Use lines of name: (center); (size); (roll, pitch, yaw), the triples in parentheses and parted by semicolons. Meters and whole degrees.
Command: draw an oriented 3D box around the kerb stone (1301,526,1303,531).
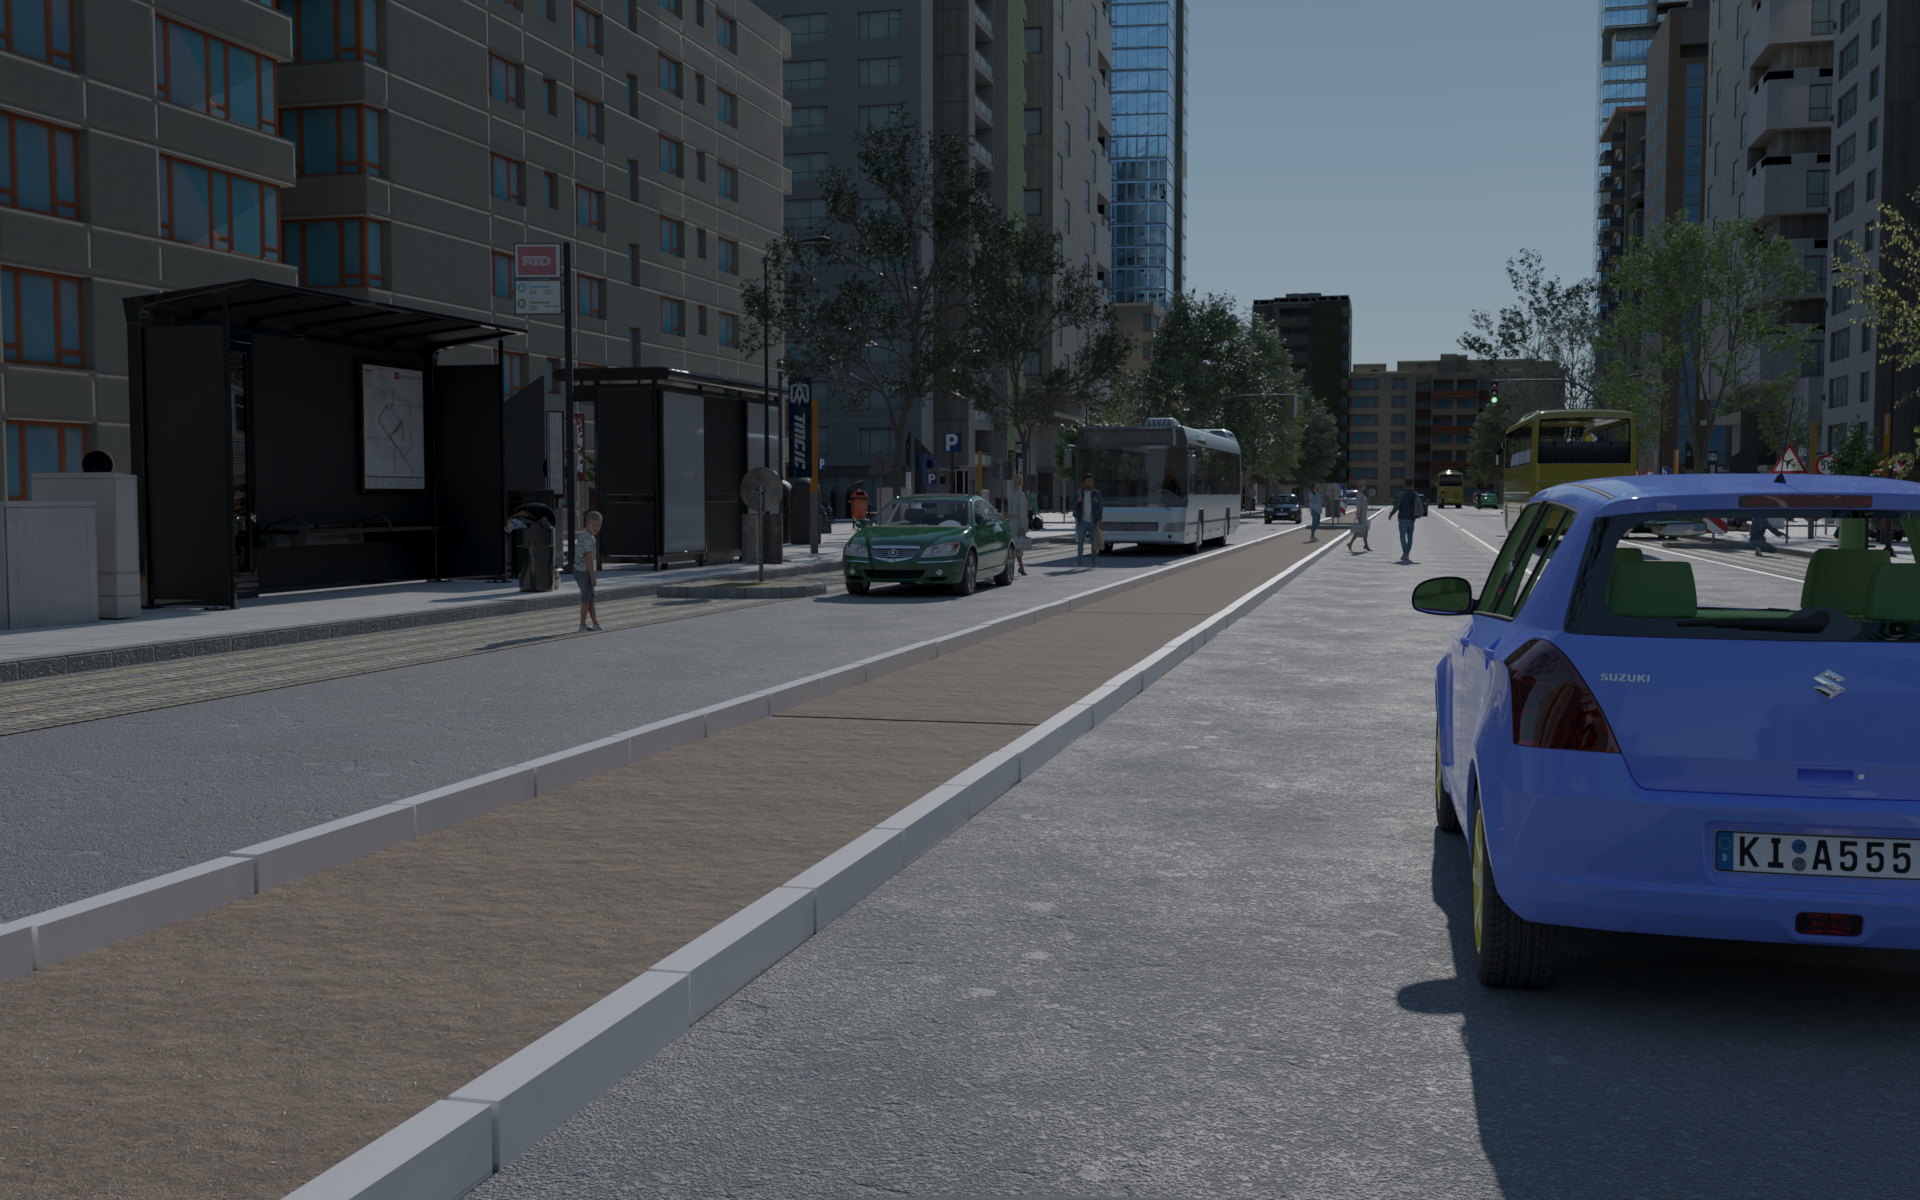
kerb stone: (12.927, -2.688, 66.201); (0.120, 0.150, 1.000); (1, 4, 14)

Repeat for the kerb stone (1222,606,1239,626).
kerb stone: (2.934, 0.196, 19.041); (0.120, 0.150, 1.000); (1, 4, 14)

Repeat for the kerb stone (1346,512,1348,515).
kerb stone: (25.360, -5.637, 114.381); (0.120, 0.150, 1.000); (1, 4, 14)

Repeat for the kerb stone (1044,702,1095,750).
kerb stone: (0.624, 0.743, 10.114); (0.120, 0.150, 1.000); (1, 4, 14)

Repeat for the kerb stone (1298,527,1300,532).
kerb stone: (12.414, -2.570, 64.216); (0.120, 0.150, 1.000); (1, 4, 14)

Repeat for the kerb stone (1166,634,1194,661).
kerb stone: (1.898, 0.435, 15.083); (0.120, 0.150, 1.000); (1, 4, 14)

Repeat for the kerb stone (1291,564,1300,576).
kerb stone: (5.745, -0.475, 29.962); (0.120, 0.150, 1.000); (1, 4, 14)

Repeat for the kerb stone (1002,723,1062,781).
kerb stone: (0.370, 0.802, 9.119); (0.120, 0.150, 1.000); (1, 4, 14)

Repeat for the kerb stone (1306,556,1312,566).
kerb stone: (6.770, -0.717, 33.945); (0.120, 0.150, 1.000); (1, 4, 14)

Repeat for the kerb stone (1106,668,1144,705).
kerb stone: (1.135, 0.618, 12.098); (0.120, 0.150, 1.000); (1, 4, 14)

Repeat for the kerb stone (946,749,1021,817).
kerb stone: (0.108, 0.860, 8.131); (0.120, 0.150, 1.000); (1, 4, 14)

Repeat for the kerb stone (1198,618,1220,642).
kerb stone: (2.421, 0.314, 17.059); (0.120, 0.150, 1.000); (1, 4, 14)

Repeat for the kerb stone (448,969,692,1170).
kerb stone: (-0.907, 1.103, 4.162); (0.120, 0.150, 1.000); (1, 4, 14)

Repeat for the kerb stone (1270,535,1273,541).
kerb stone: (9.090, -1.779, 51.319); (0.120, 0.150, 1.000); (1, 4, 14)

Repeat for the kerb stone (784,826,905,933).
kerb stone: (-0.401, 0.982, 6.144); (0.120, 0.150, 1.000); (1, 4, 14)

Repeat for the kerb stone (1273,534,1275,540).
kerb stone: (9.338, -1.842, 52.311); (0.120, 0.150, 1.000); (1, 4, 14)

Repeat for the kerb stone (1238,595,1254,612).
kerb stone: (3.438, 0.071, 21.029); (0.120, 0.150, 1.000); (1, 4, 14)

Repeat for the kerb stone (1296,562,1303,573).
kerb stone: (5.999, -0.536, 30.962); (0.120, 0.150, 1.000); (1, 4, 14)

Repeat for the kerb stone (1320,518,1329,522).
kerb stone: (18.436, -4.000, 87.597); (0.120, 0.150, 1.000); (1, 4, 14)

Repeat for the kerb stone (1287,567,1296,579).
kerb stone: (5.489, -0.407, 28.964); (0.120, 0.150, 1.000); (1, 4, 14)

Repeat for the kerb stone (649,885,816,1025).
kerb stone: (-0.659, 1.042, 5.155); (0.120, 0.150, 1.000); (1, 4, 14)

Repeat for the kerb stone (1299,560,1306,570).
kerb stone: (6.256, -0.597, 31.955); (0.120, 0.150, 1.000); (1, 4, 14)

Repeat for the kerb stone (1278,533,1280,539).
kerb stone: (9.850, -1.963, 54.298); (0.120, 0.150, 1.000); (1, 4, 14)

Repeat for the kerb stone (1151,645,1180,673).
kerb stone: (1.644, 0.501, 14.078); (0.120, 0.150, 1.000); (1, 4, 14)

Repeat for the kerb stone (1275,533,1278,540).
kerb stone: (9.598, -1.903, 53.305); (0.120, 0.150, 1.000); (1, 4, 14)

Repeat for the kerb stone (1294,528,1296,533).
kerb stone: (11.900, -2.449, 62.236); (0.120, 0.150, 1.000); (1, 4, 14)

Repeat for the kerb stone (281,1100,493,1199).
kerb stone: (-1.167, 1.163, 3.174); (0.120, 0.150, 1.000); (1, 4, 14)

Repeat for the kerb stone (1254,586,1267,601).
kerb stone: (3.950, -0.050, 23.020); (0.120, 0.150, 1.000); (1, 4, 14)

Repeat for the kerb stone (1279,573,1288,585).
kerb stone: (4.978, -0.291, 26.984); (0.120, 0.150, 1.000); (1, 4, 14)

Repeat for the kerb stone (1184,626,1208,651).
kerb stone: (2.159, 0.375, 16.071); (0.120, 0.150, 1.000); (1, 4, 14)

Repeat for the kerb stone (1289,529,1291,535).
kerb stone: (11.133, -2.267, 59.254); (0.120, 0.150, 1.000); (1, 4, 14)

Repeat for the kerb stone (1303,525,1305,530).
kerb stone: (13.180, -2.747, 67.192); (0.120, 0.150, 1.000); (1, 4, 14)

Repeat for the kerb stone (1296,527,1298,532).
kerb stone: (12.161, -2.509, 63.225); (0.120, 0.150, 1.000); (1, 4, 14)

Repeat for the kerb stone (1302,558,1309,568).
kerb stone: (6.508, -0.658, 32.948); (0.120, 0.150, 1.000); (1, 4, 14)

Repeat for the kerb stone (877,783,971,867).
kerb stone: (-0.146, 0.921, 7.141); (0.120, 0.150, 1.000); (1, 4, 14)

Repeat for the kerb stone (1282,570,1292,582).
kerb stone: (5.232, -0.353, 27.974); (0.120, 0.150, 1.000); (1, 4, 14)

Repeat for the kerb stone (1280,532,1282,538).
kerb stone: (10.109, -2.022, 55.287); (0.120, 0.150, 1.000); (1, 4, 14)

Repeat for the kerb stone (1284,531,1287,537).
kerb stone: (10.618, -2.145, 57.269); (0.120, 0.150, 1.000); (1, 4, 14)

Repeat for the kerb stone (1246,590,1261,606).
kerb stone: (3.695, 0.010, 22.030); (0.120, 0.150, 1.000); (1, 4, 14)

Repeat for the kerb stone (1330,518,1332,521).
kerb stone: (19.220, -4.181, 90.566); (0.120, 0.150, 1.000); (1, 4, 14)

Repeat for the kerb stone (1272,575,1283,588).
kerb stone: (4.719, -0.232, 25.995); (0.120, 0.150, 1.000); (1, 4, 14)

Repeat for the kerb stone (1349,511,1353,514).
kerb stone: (28.426, -6.366, 126.280); (0.120, 0.150, 1.000); (1, 4, 14)

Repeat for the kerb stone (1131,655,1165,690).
kerb stone: (1.398, 0.557, 13.086); (0.120, 0.150, 1.000); (1, 4, 14)

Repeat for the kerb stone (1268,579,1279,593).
kerb stone: (4.467, -0.171, 24.998); (0.120, 0.150, 1.000); (1, 4, 14)

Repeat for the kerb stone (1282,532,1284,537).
kerb stone: (10.361, -2.085, 56.277); (0.120, 0.150, 1.000); (1, 4, 14)

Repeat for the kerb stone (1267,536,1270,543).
kerb stone: (8.833, -1.721, 50.330); (0.120, 0.150, 1.000); (1, 4, 14)

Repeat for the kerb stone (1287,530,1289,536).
kerb stone: (10.879, -2.206, 58.257); (0.120, 0.150, 1.000); (1, 4, 14)

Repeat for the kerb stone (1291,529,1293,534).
kerb stone: (11.387, -2.318, 60.250); (0.120, 0.150, 1.000); (1, 4, 14)

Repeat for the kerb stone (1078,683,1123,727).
kerb stone: (0.887, 0.681, 11.107); (0.120, 0.150, 1.000); (1, 4, 14)

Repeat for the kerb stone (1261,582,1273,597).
kerb stone: (4.210, -0.110, 24.009); (0.120, 0.150, 1.000); (1, 4, 14)

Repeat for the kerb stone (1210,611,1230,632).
kerb stone: (2.673, 0.253, 18.052); (0.120, 0.150, 1.000); (1, 4, 14)

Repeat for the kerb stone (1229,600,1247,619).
kerb stone: (3.186, 0.132, 20.032); (0.120, 0.150, 1.000); (1, 4, 14)
